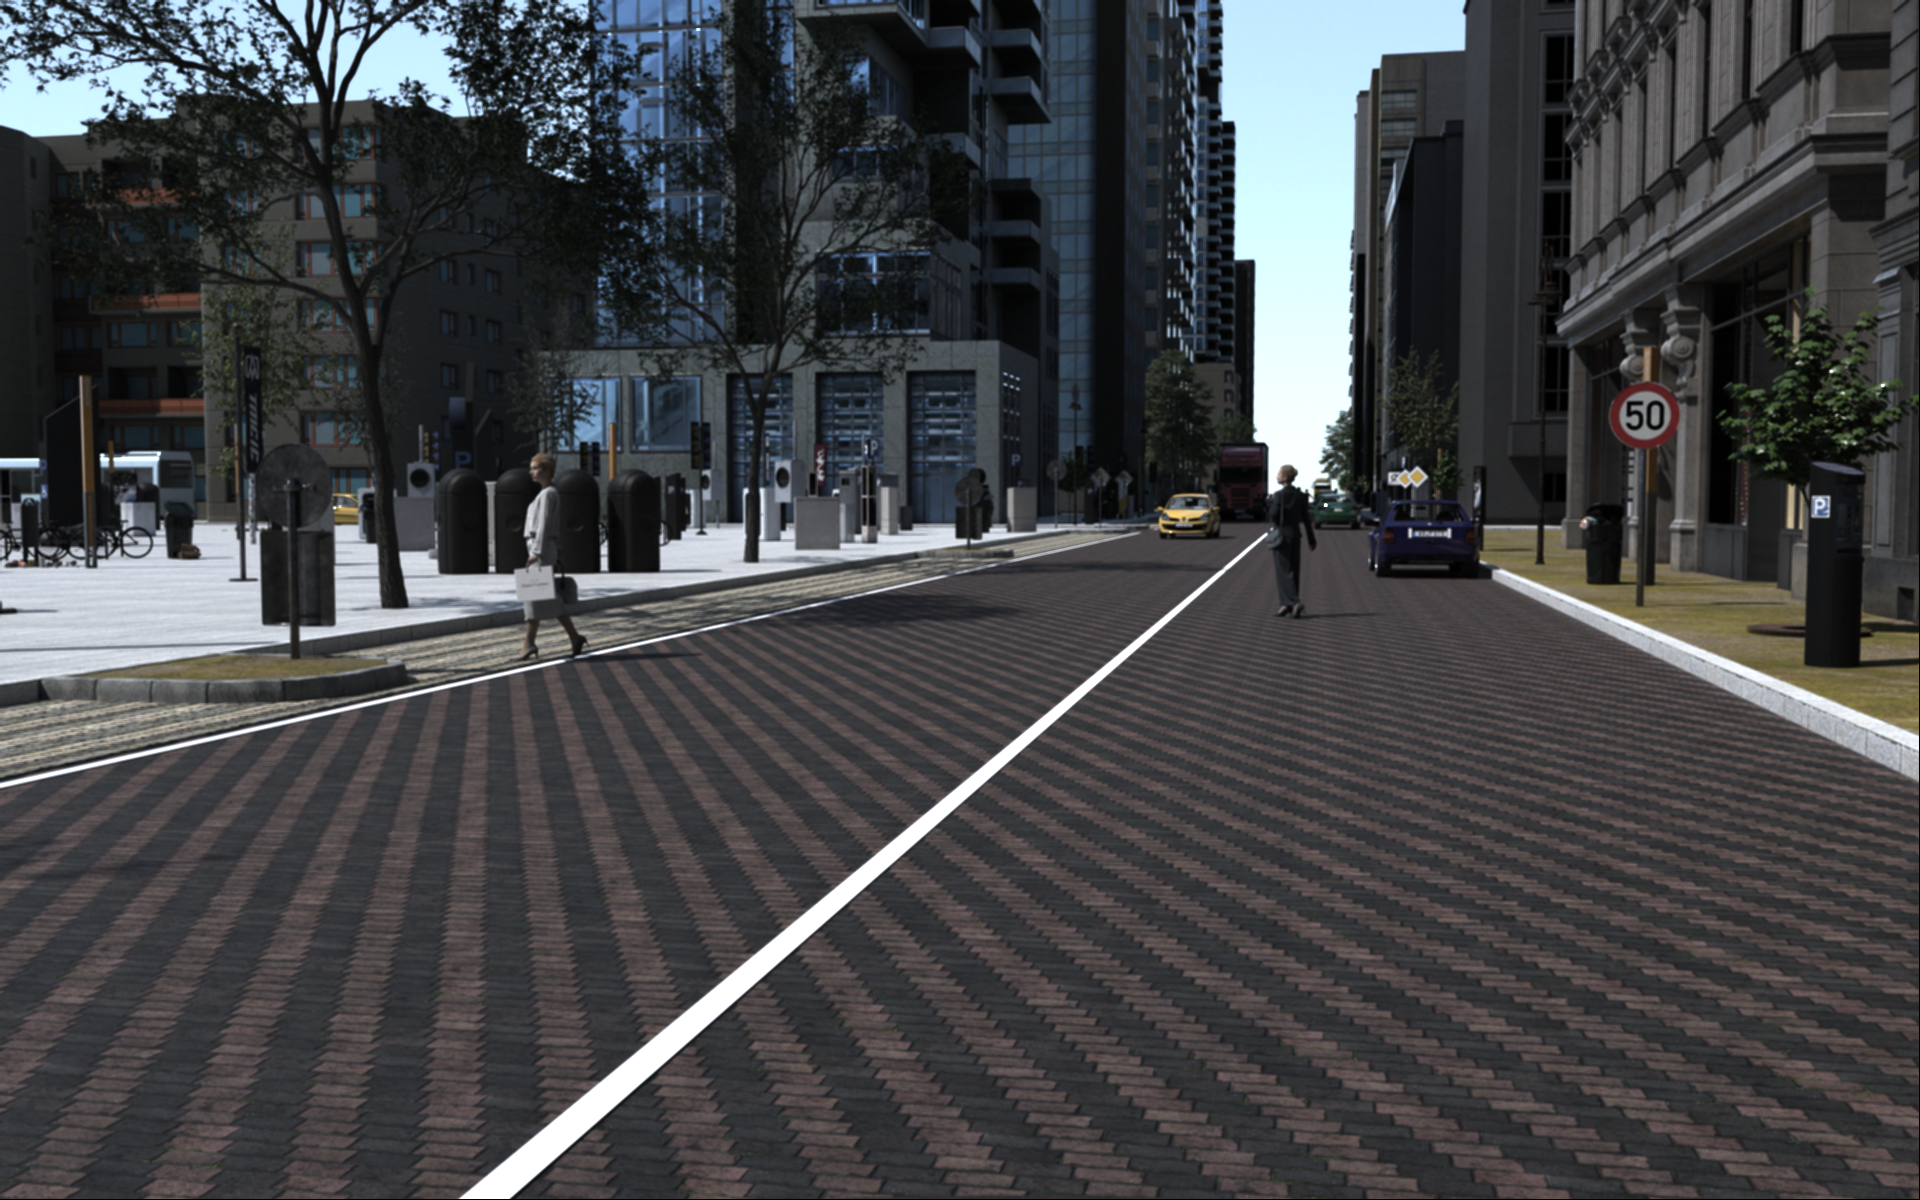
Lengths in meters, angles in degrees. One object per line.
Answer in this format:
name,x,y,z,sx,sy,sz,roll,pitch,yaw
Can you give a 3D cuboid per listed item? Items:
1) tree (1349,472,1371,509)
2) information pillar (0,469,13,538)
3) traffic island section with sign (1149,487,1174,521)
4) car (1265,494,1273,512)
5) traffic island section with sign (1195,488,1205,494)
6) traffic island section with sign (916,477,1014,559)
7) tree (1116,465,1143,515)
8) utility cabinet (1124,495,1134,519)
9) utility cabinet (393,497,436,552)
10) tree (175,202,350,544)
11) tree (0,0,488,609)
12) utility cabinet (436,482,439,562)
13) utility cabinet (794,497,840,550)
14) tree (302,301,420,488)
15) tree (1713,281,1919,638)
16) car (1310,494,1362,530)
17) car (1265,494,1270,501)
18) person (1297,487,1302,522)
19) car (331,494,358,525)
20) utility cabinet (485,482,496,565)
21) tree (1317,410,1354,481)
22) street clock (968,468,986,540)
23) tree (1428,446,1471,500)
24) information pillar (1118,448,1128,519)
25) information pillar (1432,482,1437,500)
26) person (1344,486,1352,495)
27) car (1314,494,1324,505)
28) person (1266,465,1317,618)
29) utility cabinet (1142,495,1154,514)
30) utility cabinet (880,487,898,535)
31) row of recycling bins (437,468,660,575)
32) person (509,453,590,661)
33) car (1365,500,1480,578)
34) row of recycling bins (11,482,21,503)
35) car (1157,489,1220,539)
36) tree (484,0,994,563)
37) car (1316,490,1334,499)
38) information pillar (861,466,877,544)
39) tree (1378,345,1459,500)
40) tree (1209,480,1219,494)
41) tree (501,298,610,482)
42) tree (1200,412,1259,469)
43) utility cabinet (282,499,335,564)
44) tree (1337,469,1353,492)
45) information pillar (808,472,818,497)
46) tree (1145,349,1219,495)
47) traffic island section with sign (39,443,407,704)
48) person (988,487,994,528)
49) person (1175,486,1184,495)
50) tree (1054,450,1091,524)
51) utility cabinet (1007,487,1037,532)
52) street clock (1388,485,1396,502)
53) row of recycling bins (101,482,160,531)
tree,34.461,-9.420,148.623,1.663,3.219,1.824,0,3,0
information pillar,-27.669,-2.796,50.200,0.304,2.012,0.304,-2,4,-35
traffic island section with sign,11.292,-5.198,93.607,1.989,1.847,2.006,1,4,11
car,25.743,-8.021,140.178,2.155,1.783,4.494,1,4,13
traffic island section with sign,16.682,-6.813,120.020,1.989,1.847,2.006,1,4,11
traffic island section with sign,0.158,-1.866,39.138,1.989,1.847,2.006,1,4,11
tree,10.491,-6.775,105.371,1.663,3.219,1.824,0,3,0
utility cabinet,8.669,-4.786,89.409,0.306,1.237,1.020,-1,4,-12
utility cabinet,-12.320,-1.693,38.846,1.020,1.237,0.306,-2,4,-28
tree,-18.119,-5.757,44.481,4.737,8.622,4.395,0,3,0
tree,-6.651,-5.196,19.371,7.601,10.594,8.767,2,4,30
utility cabinet,-9.755,-1.480,32.884,0.318,1.500,1.173,-1,4,-15
utility cabinet,-3.292,-1.755,39.859,1.020,1.237,0.306,-1,4,-12
tree,-22.310,-7.032,65.333,4.360,8.622,3.978,0,3,0
tree,7.796,-1.306,15.955,1.663,3.219,1.824,0,3,0
car,15.558,-3.655,71.555,2.131,1.459,4.920,1,4,11
car,28.210,-9.024,157.767,2.015,1.641,3.980,1,4,10
person,17.490,-4.962,89.835,0.583,1.804,0.606,1,4,9
car,-25.796,-3.890,73.828,3.980,1.641,2.015,1,4,12
utility cabinet,-8.721,-1.375,31.165,1.173,1.500,0.318,2,4,27
tree,52.028,-19.260,233.019,7.486,12.596,7.792,0,3,0
street clock,0.477,-2.689,48.541,0.471,2.002,0.358,3,5,43
tree,19.359,-4.520,68.507,1.663,3.219,1.824,0,3,0
information pillar,8.228,-5.886,87.592,0.504,3.616,0.183,-1,4,-16
information pillar,23.128,-4.873,84.160,0.304,2.012,0.304,-2,4,-26
person,19.229,-4.738,85.884,0.656,1.842,0.836,3,5,39
car,34.589,-9.307,164.171,2.014,1.417,4.499,1,4,11
person,3.854,-0.684,20.106,0.534,1.772,0.576,3,4,36
utility cabinet,12.442,-6.327,114.606,0.306,1.237,1.020,3,5,44
utility cabinet,-2.220,-2.806,54.551,0.318,1.500,1.173,-1,4,-16
row of recycling bins,-6.674,-1.288,28.172,3.534,1.692,1.069,-1,4,-11
person,-3.536,-0.369,14.883,0.624,1.780,0.694,0,4,3
car,8.268,-1.129,31.047,1.945,1.354,3.894,1,4,11
row of recycling bins,-31.668,-2.939,55.170,3.534,1.692,1.069,0,4,1
car,7.519,-2.834,56.557,2.015,1.641,3.980,1,4,13
tree,-3.867,-5.958,31.828,8.767,10.594,7.601,-1,4,-12
car,37.733,-10.366,178.150,2.281,1.827,5.304,1,4,13
information pillar,-2.358,-2.480,45.046,0.304,2.012,0.304,-3,4,-37
tree,22.946,-8.333,86.600,4.737,8.622,4.395,0,3,0
tree,30.557,-12.802,203.905,1.663,3.219,1.824,0,3,0
tree,-14.963,-6.916,63.433,4.360,8.622,3.978,0,3,0
tree,34.466,-17.957,219.347,9.928,11.665,9.643,0,3,0
utility cabinet,-11.737,-1.228,31.240,0.306,1.237,1.020,1,4,22
tree,50.705,-14.813,225.907,4.285,4.588,4.351,0,3,0
information pillar,-4.933,-3.282,58.153,0.304,2.012,0.304,0,4,-1
tree,16.372,-13.318,135.877,7.486,12.596,7.792,0,3,0
traffic island section with sign,-5.219,-0.250,12.723,1.989,1.847,2.006,1,4,11
person,1.080,-3.757,70.023,0.694,1.812,0.767,-2,4,-33
person,11.246,-4.890,88.419,0.573,1.828,0.580,-3,5,-43
tree,4.863,-4.903,74.773,1.663,3.219,1.824,0,3,0
utility cabinet,2.057,-3.005,57.808,0.318,1.500,1.173,3,5,42
street clock,20.302,-4.697,81.367,0.358,2.002,0.471,-1,4,-9
row of recycling bins,-29.415,-3.279,60.732,1.069,1.692,3.534,1,4,10
